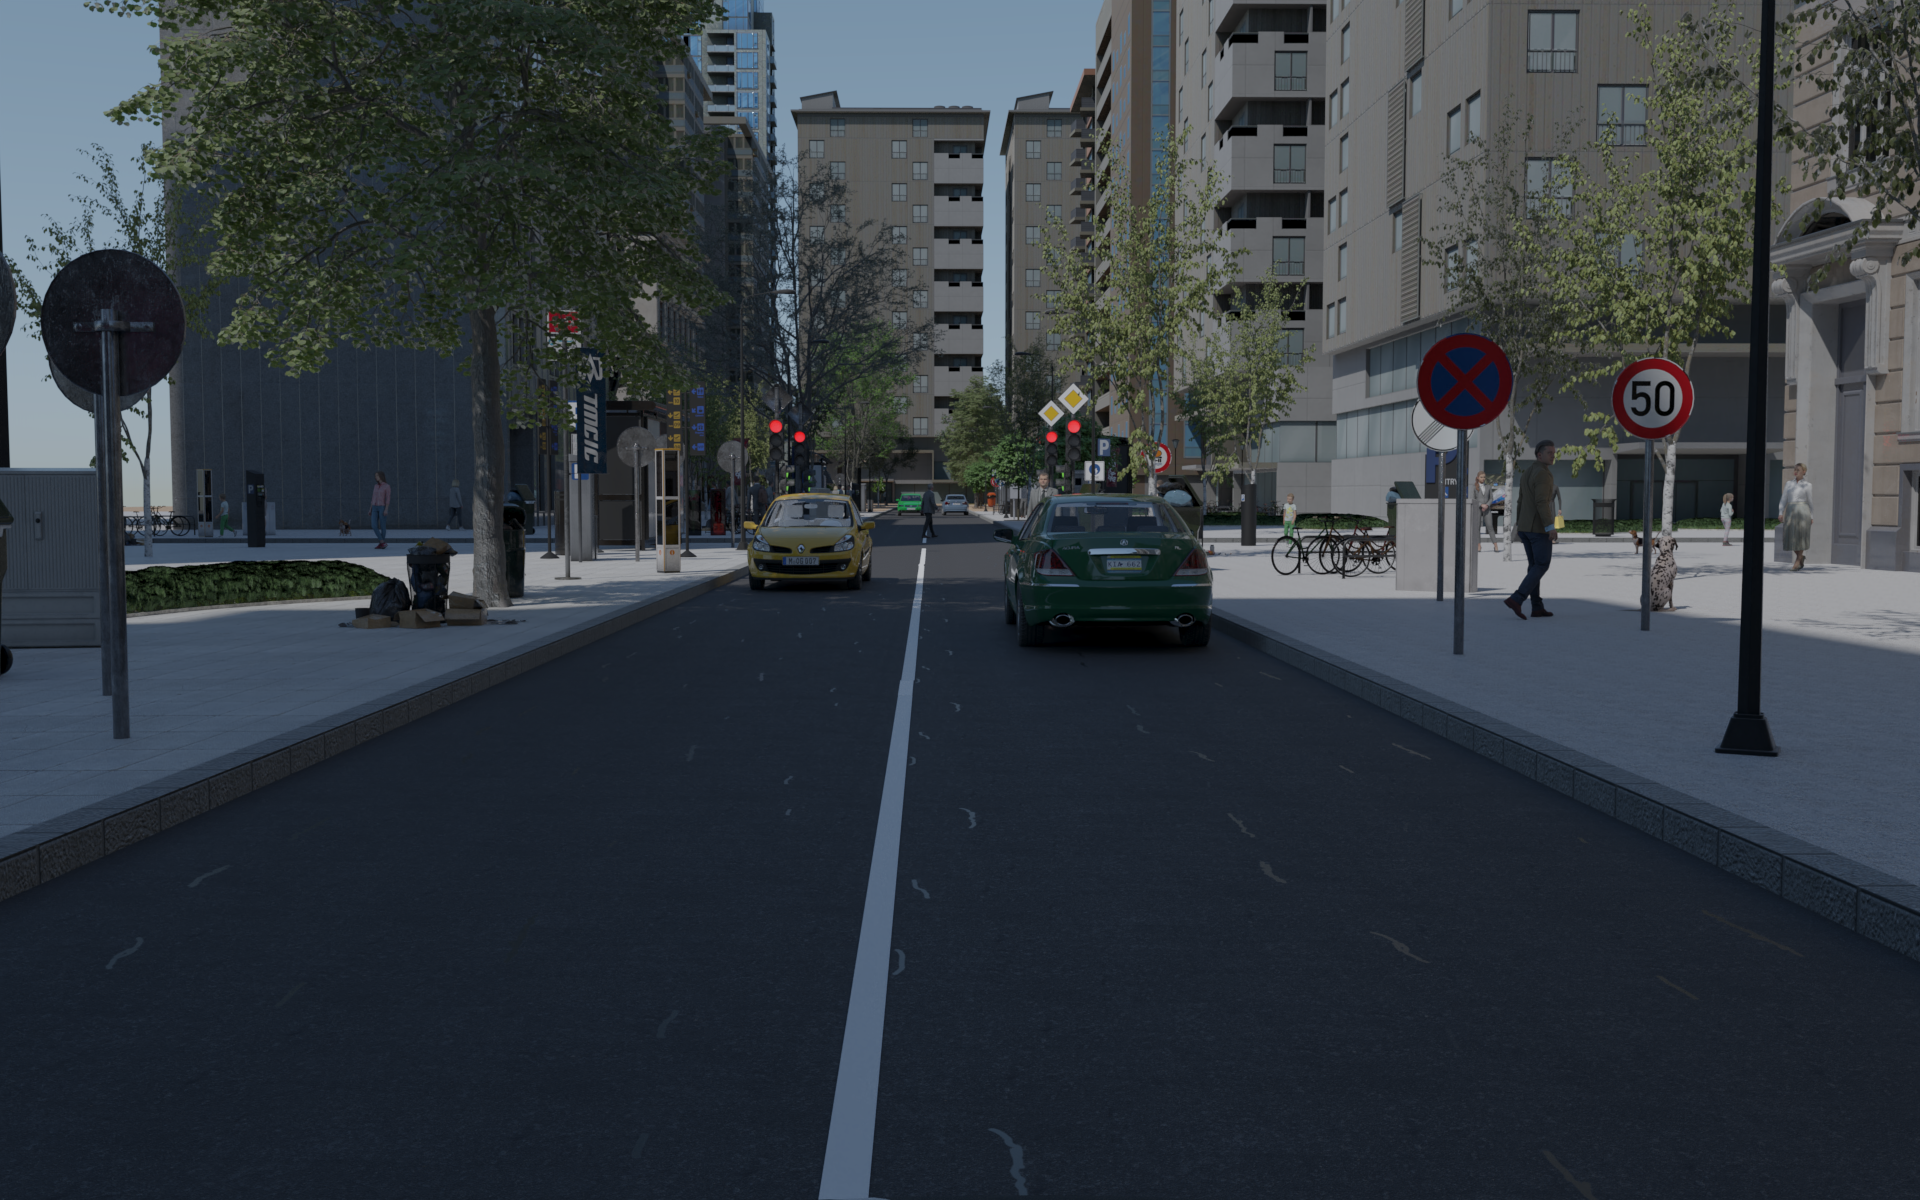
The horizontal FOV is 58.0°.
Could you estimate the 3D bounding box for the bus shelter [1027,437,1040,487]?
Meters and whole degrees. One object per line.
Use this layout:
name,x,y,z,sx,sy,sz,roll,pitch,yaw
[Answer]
bus shelter,4.946,-8.602,118.281,2.179,5.291,8.768,0,4,-1

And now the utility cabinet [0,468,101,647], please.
utility cabinet,-7.726,-0.352,14.434,1.173,1.500,0.318,-1,4,-9

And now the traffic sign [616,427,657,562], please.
traffic sign,-6.120,-1.999,32.795,0.768,2.556,0.104,0,4,0

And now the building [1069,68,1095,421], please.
building,22.693,-31.993,177.711,22.147,44.769,28.867,0,4,-1

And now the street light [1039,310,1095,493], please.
street light,2.829,-4.356,43.756,1.470,5.913,1.316,0,4,-1

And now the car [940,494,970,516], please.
car,-0.324,-6.420,116.974,2.014,1.417,4.499,0,4,-2

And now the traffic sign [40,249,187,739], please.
traffic sign,-4.407,-0.546,9.026,0.768,2.556,0.104,0,4,2

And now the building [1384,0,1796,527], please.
building,32.339,-29.859,77.437,27.495,52.752,28.713,0,4,-1

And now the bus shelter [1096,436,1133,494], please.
bus shelter,5.906,-4.839,70.401,1.731,3.624,6.357,0,4,-1

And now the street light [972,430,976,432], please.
street light,1.346,-9.417,126.507,1.470,5.913,1.316,0,4,-1

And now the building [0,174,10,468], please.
building,-48.594,-14.549,67.556,15.834,23.373,12.332,0,4,-1

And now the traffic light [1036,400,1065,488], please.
traffic light,2.712,-3.856,51.972,0.839,4.253,0.868,0,4,-1

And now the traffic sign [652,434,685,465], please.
traffic sign,-6.200,-2.242,36.764,0.768,2.556,0.104,0,4,5

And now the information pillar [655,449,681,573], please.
information pillar,-4.742,-1.445,28.123,0.304,2.012,0.304,-2,4,-35

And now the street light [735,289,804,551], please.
street light,-4.402,-4.086,39.353,1.470,5.913,1.316,0,4,-1

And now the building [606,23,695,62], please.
building,-33.421,-27.290,138.080,32.217,40.220,23.993,0,4,-1

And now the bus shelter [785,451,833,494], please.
bus shelter,-7.216,-5.448,82.997,2.014,3.302,5.546,0,4,-1

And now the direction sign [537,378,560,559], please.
direction sign,-8.155,-2.589,34.324,0.379,3.537,0.876,1,4,11

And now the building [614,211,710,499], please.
building,-23.499,-17.027,114.543,11.583,22.565,21.152,0,4,-1

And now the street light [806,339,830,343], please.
street light,-4.609,-4.869,52.143,1.470,5.913,1.316,0,4,-1

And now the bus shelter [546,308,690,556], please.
bus shelter,-7.906,-3.830,40.261,2.179,5.291,8.768,0,4,-1

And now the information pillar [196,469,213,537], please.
information pillar,-22.351,-2.861,51.275,0.304,2.012,0.304,2,4,28

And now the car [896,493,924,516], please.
car,-3.245,-6.467,114.530,1.959,1.807,4.718,0,4,-2

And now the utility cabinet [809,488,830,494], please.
utility cabinet,-5.118,-3.348,63.416,0.318,1.500,1.173,1,4,21

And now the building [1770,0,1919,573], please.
building,21.807,-14.462,22.351,13.634,28.700,20.117,0,4,-1

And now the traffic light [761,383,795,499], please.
traffic light,-4.610,-3.359,43.844,0.839,4.253,0.868,0,4,-1

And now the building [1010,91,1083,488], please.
building,19.636,-39.516,235.319,27.495,52.752,28.713,0,4,-1

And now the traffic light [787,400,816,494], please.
traffic light,-4.748,-3.848,51.828,0.839,4.253,0.868,0,4,-1

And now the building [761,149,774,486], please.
building,-31.358,-29.516,174.463,23.993,40.220,32.217,0,4,-1

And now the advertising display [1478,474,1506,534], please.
advertising display,16.891,-3.044,54.989,0.974,1.923,0.123,-1,4,-9

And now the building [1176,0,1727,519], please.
building,29.249,-32.031,112.944,28.713,52.752,27.495,0,4,-1

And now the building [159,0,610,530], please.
building,-22.457,-15.505,71.524,12.078,24.808,19.932,0,4,-1

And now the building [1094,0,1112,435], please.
building,23.476,-32.337,152.419,21.300,48.544,21.600,0,4,-1

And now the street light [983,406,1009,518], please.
street light,1.916,-7.292,91.766,1.470,5.913,1.316,0,4,-1

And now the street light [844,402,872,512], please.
street light,-5.231,-7.011,87.163,1.470,5.913,1.316,0,4,-1

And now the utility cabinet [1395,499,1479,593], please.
utility cabinet,6.294,-0.715,22.852,1.020,1.237,0.306,2,4,35

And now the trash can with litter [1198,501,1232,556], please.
trash can with litter,4.525,-1.564,36.627,2.233,1.210,1.678,1,4,21

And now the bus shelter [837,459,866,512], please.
bus shelter,-7.423,-7.829,119.285,1.731,3.624,6.357,0,4,-1

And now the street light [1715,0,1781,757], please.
street light,3.384,-2.196,8.445,1.470,5.913,1.316,0,4,-1

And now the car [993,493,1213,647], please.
car,1.424,-0.362,17.721,2.131,1.459,4.920,0,4,-1

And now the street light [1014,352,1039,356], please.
street light,2.477,-5.148,56.703,1.470,5.913,1.316,0,4,-1

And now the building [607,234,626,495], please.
building,-26.148,-13.616,90.080,16.820,18.784,16.811,0,4,-1

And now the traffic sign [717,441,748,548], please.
traffic sign,-5.425,-2.519,41.285,0.768,2.556,0.104,0,4,7

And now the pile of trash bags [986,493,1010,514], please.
pile of trash bags,3.314,-6.128,109.945,3.447,1.369,1.912,-1,4,-22

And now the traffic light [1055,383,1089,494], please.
traffic light,2.850,-3.368,43.988,0.839,4.253,0.868,0,4,-1

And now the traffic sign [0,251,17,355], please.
traffic sign,-4.721,-0.484,8.025,0.768,2.556,0.104,1,4,8

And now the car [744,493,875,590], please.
car,-2.311,-1.037,27.185,2.015,1.641,3.980,0,4,0

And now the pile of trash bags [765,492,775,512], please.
pile of trash bags,-7.268,-4.171,77.948,3.447,1.369,1.912,-2,4,-34

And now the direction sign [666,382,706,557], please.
direction sign,-5.541,-2.636,35.099,0.876,3.537,0.379,1,4,20

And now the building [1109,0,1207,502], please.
building,19.318,-29.631,134.577,14.600,45.320,14.200,0,4,-1

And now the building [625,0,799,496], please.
building,-37.419,-56.140,230.557,31.000,86.520,22.319,0,4,-1

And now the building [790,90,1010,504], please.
building,-7.948,-39.499,235.040,27.495,52.752,28.713,0,4,-1

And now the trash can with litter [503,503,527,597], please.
trash can with litter,-5.750,-0.631,21.707,0.624,1.170,1.055,-1,4,-15
